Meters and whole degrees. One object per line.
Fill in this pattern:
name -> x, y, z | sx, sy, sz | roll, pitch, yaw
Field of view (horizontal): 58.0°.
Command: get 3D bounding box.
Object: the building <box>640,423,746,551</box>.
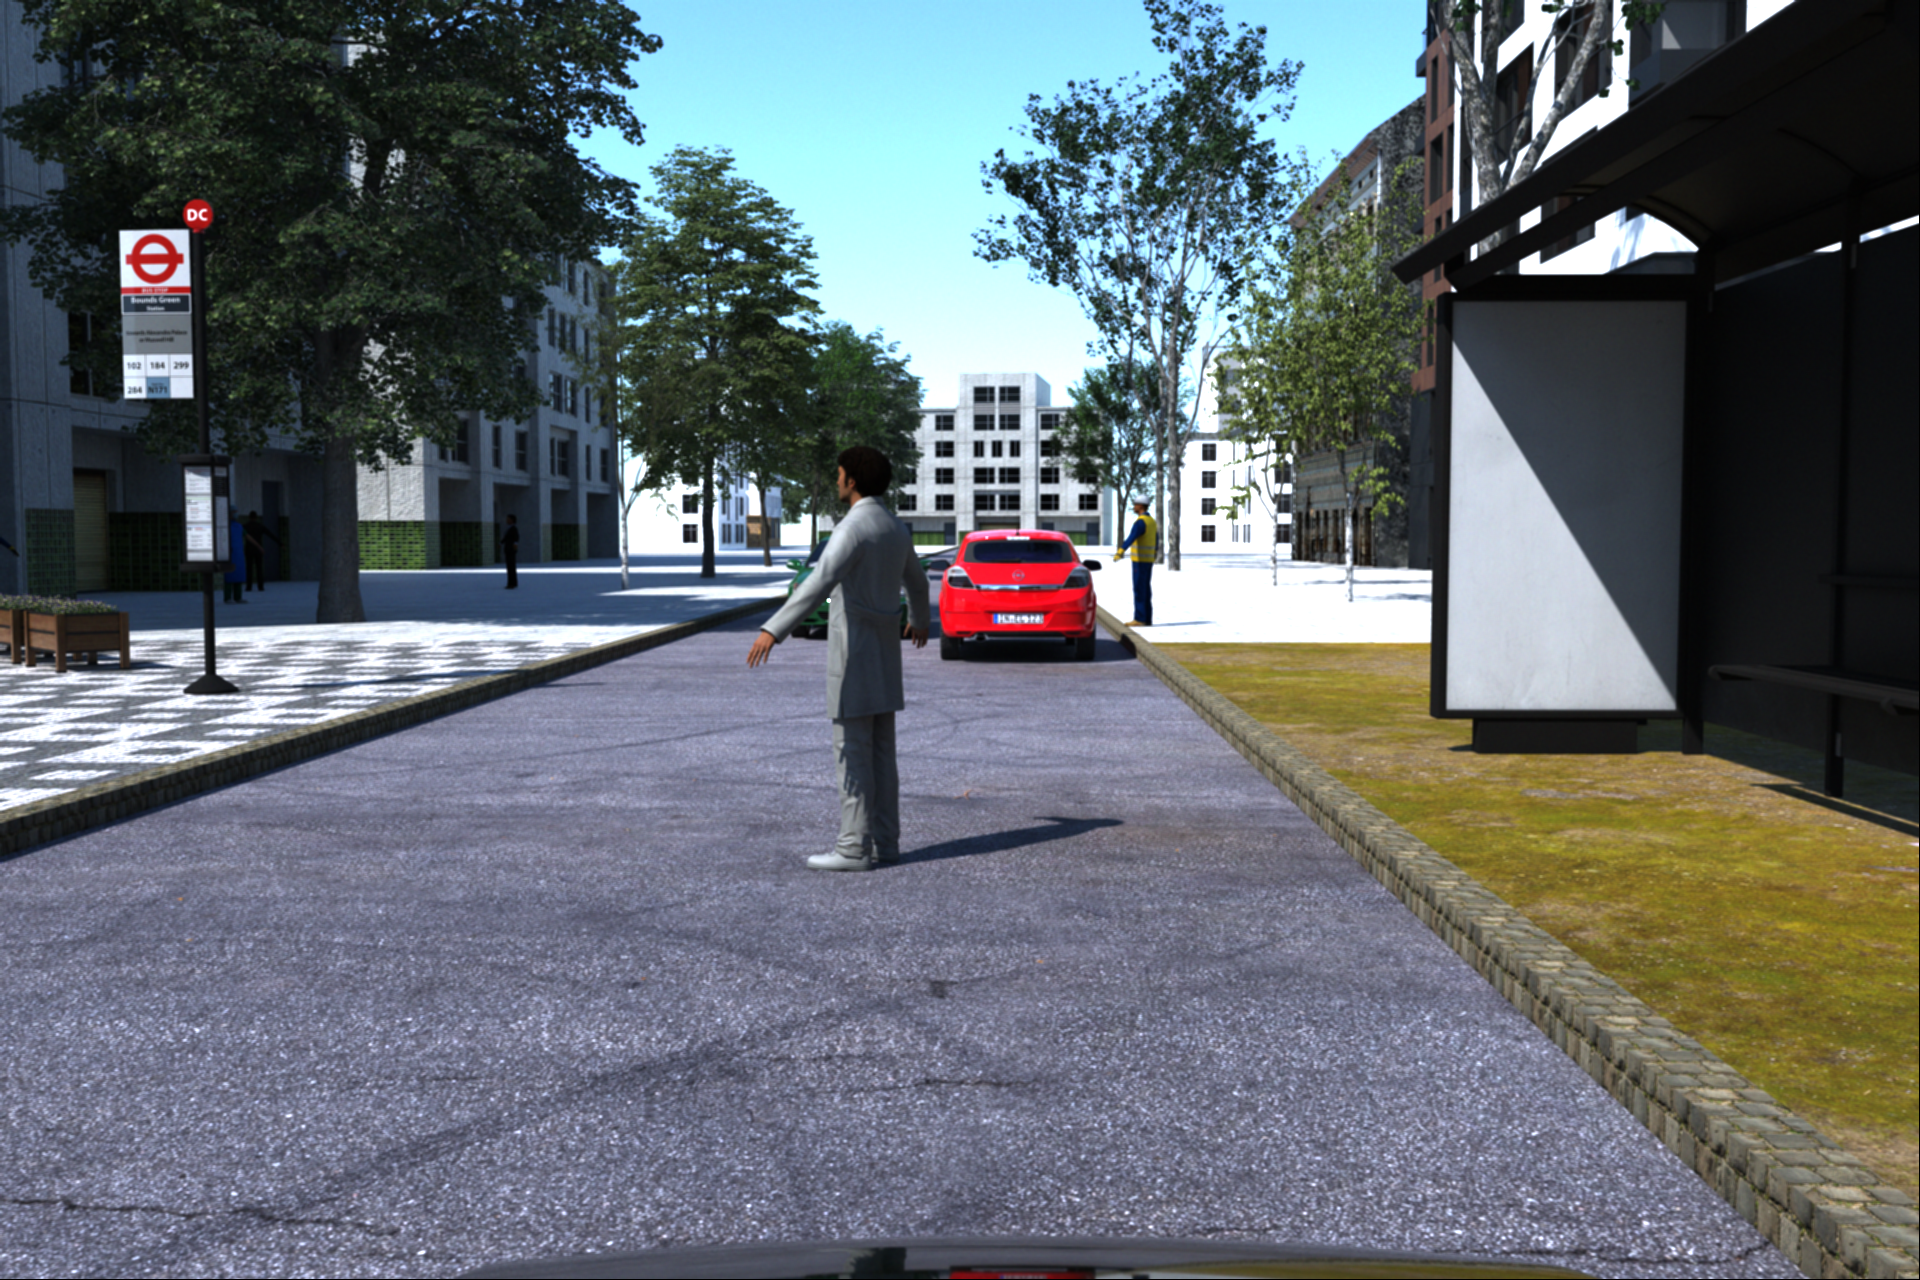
building -> -22.281, -12.404, 144.951 | 9.099, 9.664, 28.070 | 0, 4, 2

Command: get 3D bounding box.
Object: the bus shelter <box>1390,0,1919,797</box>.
bus shelter -> 3.516, -0.833, 7.551 | 2.014, 3.302, 5.546 | 0, 4, 1

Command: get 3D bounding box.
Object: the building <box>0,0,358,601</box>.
building -> -25.477, -10.097, 31.547 | 16.747, 18.905, 31.486 | 0, 4, 2

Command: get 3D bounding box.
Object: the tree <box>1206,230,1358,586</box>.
tree -> 7.806, -5.652, 42.769 | 4.737, 8.622, 4.395 | 0, 3, 0

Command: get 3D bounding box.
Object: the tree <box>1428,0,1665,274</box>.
tree -> 8.100, -10.128, 21.487 | 12.611, 20.169, 13.585 | 0, 3, 0

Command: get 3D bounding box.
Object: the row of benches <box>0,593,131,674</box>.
row of benches -> -9.342, -0.124, 17.485 | 1.422, 0.672, 4.104 | -3, 5, -43

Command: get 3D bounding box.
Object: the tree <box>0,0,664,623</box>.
tree -> -9.106, -7.226, 24.799 | 9.857, 13.997, 8.962 | 0, 3, 0

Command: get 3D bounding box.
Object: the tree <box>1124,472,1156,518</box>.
tree -> 20.428, -14.920, 194.301 | 4.737, 8.622, 4.395 | 0, 3, 0

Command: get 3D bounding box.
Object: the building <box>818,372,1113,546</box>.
building -> 1.117, -20.077, 197.168 | 31.486, 18.905, 16.747 | 1, 4, 9

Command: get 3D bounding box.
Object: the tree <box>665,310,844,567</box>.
tree -> -7.869, -8.195, 68.399 | 7.601, 10.594, 8.767 | 2, 4, 31

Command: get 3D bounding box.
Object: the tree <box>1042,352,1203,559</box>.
tree -> 8.253, -9.453, 88.968 | 8.767, 10.594, 7.601 | 1, 4, 11

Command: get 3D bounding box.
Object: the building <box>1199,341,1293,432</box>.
building -> 28.731, -19.190, 170.184 | 16.016, 20.090, 11.380 | 0, 4, 1

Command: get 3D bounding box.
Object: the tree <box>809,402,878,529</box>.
tree -> -7.041, -8.837, 94.844 | 4.360, 8.622, 3.978 | 0, 3, 0

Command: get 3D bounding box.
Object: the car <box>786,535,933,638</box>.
car -> -1.416, -0.837, 25.487 | 2.131, 1.459, 4.920 | 0, 4, 1

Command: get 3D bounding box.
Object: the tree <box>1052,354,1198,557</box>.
tree -> 9.264, -10.562, 98.440 | 9.928, 11.665, 9.643 | 0, 3, 0

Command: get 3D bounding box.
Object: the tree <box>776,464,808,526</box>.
tree -> -21.170, -17.821, 198.021 | 9.857, 13.997, 8.962 | 0, 3, 0

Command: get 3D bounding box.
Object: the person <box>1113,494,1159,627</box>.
person -> 2.508, -1.110, 24.117 | 0.705, 1.833, 1.349 | 2, 4, 29

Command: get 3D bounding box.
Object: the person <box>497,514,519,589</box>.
person -> -10.572, -2.066, 40.495 | 0.721, 1.740, 1.216 | -2, 4, -33

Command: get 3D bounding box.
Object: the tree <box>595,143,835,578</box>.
tree -> -7.242, -8.139, 51.196 | 7.486, 12.596, 7.792 | 0, 3, 0

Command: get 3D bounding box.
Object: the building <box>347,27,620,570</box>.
building -> -26.971, -12.863, 76.763 | 16.747, 18.905, 31.486 | 0, 4, 1

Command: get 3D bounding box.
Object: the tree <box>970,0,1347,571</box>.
tree -> 6.606, -12.412, 58.818 | 12.611, 20.169, 13.585 | 0, 3, 0

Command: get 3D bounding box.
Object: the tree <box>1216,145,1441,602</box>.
tree -> 7.167, -5.015, 32.352 | 4.737, 8.622, 4.395 | 0, 3, 0

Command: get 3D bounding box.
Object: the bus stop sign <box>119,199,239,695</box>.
bus stop sign -> -6.291, -1.543, 13.931 | 0.855, 3.939, 0.416 | 0, 4, 3

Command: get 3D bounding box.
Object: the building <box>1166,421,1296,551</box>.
building -> 22.847, -12.261, 142.611 | 9.099, 9.664, 28.070 | 0, 4, 1

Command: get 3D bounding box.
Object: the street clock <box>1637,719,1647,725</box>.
street clock -> 4.525, -0.434, 11.665 | 0.358, 2.002, 0.471 | 0, 4, 2

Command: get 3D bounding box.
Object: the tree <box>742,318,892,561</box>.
tree -> -6.854, -9.595, 82.632 | 9.928, 11.665, 9.643 | 0, 3, 0

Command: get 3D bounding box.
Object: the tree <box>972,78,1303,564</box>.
tree -> 7.180, -13.317, 73.621 | 12.611, 20.169, 13.585 | 0, 3, 0

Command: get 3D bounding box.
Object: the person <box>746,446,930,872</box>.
person -> -0.439, 0.071, 7.479 | 0.705, 1.806, 1.347 | 2, 4, 29

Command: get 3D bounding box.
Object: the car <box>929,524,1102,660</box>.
car -> 0.685, -0.743, 21.188 | 2.155, 1.783, 4.494 | 0, 4, 1

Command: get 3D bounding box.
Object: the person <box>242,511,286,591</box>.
person -> -15.896, -2.004, 38.992 | 1.346, 1.802, 0.704 | -2, 4, -24

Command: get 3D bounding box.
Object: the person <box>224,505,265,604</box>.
person -> -13.361, -1.575, 31.885 | 0.704, 1.817, 1.347 | 1, 4, 20

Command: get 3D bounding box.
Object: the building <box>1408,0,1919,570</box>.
building -> 26.861, -12.434, 47.269 | 27.936, 21.610, 32.646 | 0, 4, 1

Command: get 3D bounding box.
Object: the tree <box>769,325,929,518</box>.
tree -> -6.644, -12.170, 105.637 | 9.857, 13.997, 8.962 | 0, 3, 0

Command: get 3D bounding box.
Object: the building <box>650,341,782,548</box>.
building -> -23.787, -18.931, 165.935 | 16.016, 20.090, 11.380 | 0, 4, 2

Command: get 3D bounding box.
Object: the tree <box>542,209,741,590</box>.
tree -> -7.908, -5.465, 39.711 | 4.360, 8.622, 3.978 | 0, 3, 0

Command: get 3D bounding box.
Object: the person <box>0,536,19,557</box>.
person -> -15.332, -1.268, 27.192 | 0.721, 1.772, 1.216 | 1, 4, 21

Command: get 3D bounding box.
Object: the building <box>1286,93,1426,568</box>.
building -> 25.289, -14.903, 74.587 | 19.493, 23.208, 18.063 | 0, 4, 1
